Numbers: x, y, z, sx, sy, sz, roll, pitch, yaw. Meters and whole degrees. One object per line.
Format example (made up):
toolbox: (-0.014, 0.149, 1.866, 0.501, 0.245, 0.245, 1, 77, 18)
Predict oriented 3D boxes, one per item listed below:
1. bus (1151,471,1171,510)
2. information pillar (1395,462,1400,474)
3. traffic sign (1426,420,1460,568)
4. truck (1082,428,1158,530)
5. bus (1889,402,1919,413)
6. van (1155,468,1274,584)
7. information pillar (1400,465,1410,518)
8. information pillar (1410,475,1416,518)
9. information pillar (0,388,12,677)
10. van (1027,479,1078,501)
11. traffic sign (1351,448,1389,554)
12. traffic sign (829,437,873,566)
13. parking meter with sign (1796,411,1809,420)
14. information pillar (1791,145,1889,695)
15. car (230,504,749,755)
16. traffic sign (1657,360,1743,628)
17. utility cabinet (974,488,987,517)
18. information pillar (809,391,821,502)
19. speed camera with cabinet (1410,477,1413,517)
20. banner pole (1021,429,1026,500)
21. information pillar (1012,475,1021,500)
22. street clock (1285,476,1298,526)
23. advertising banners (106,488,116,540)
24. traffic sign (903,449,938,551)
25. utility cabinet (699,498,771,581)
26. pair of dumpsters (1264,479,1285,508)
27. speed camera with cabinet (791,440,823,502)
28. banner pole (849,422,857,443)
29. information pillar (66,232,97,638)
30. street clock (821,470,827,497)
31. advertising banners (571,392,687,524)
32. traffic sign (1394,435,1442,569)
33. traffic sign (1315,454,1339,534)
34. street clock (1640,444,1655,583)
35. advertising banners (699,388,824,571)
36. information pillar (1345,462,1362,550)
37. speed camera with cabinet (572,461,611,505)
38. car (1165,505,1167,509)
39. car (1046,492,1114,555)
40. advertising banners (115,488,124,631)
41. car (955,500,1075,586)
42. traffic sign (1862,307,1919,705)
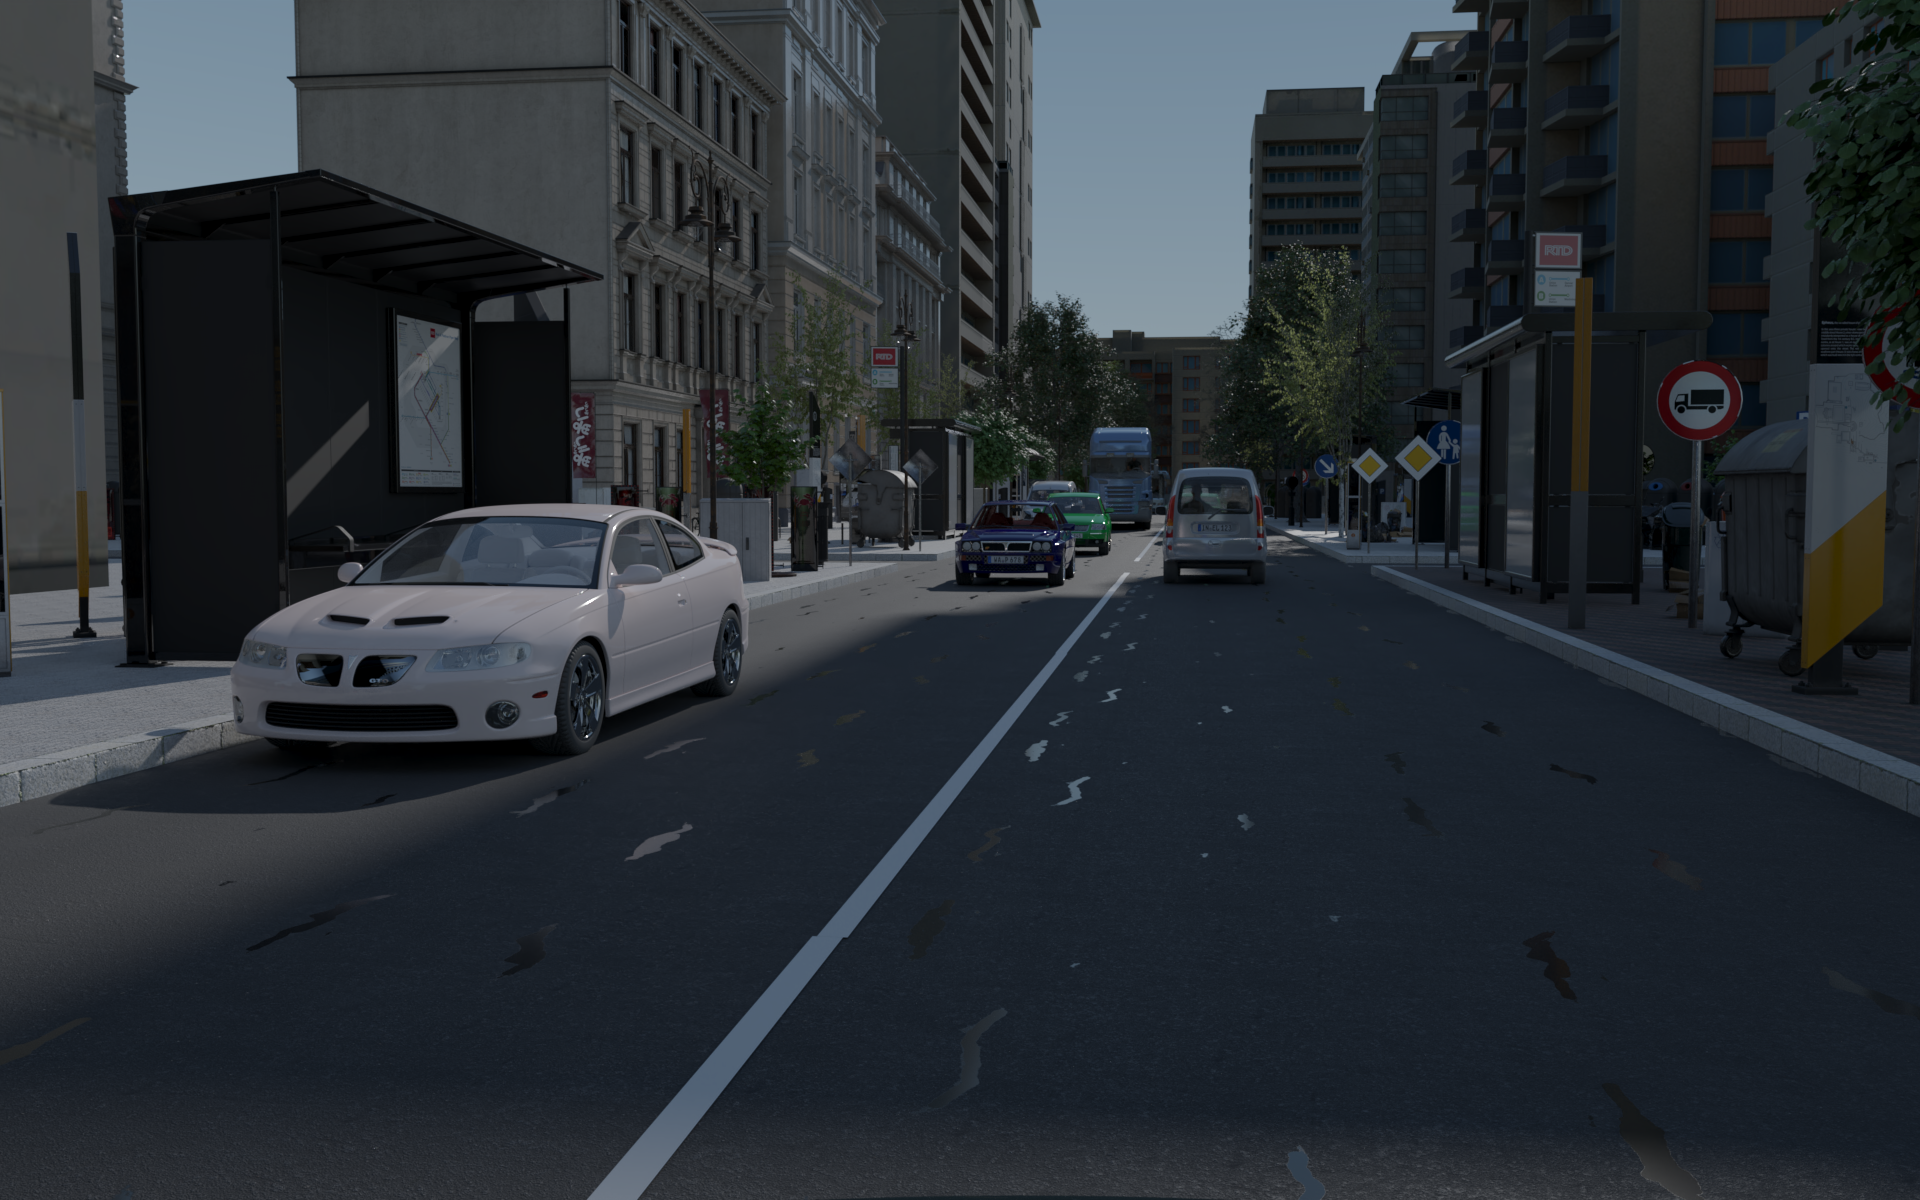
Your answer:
bus: (14.677, -8.470, 133.337, 2.948, 3.499, 13.247, 1, 4, 9)
information pillar: (28.001, -7.292, 110.581, 0.504, 3.616, 0.183, 2, 4, 33)
traffic sign: (8.412, -1.819, 29.850, 0.768, 2.556, 0.104, 1, 4, 9)
truck: (7.155, -5.282, 76.123, 2.967, 4.110, 18.799, 0, 4, 6)
bus: (23.206, -2.442, 31.476, 12.252, 3.916, 2.896, 0, 4, 6)
van: (4.278, -1.352, 29.121, 2.013, 2.044, 4.112, 0, 4, 8)
information pillar: (24.405, -6.307, 94.471, 0.504, 3.616, 0.183, 1, 4, 19)
information pillar: (18.896, -4.900, 71.469, 0.183, 3.616, 0.504, -1, 4, -12)
information pillar: (-6.857, -0.466, 12.107, 0.304, 2.012, 0.304, -3, 5, -41)
van: (2.840, -2.858, 53.735, 2.013, 2.044, 4.112, 0, 4, 8)
traffic sign: (8.818, -2.060, 37.330, 0.795, 2.450, 0.064, 0, 4, 8)
traffic sign: (-1.943, -1.656, 30.724, 0.795, 2.450, 0.064, 0, 4, 8)
parking meter with sign: (18.543, -2.465, 36.561, 1.738, 3.016, 0.543, -1, 4, -14)
information pillar: (5.648, -1.204, 11.038, 0.504, 3.616, 0.183, 0, 4, 0)
car: (-2.736, 0.076, 11.127, 2.083, 1.381, 4.827, 1, 4, 9)
traffic sign: (7.022, -1.004, 16.526, 0.768, 2.556, 0.104, 1, 4, 11)
utility cabinet: (0.422, -3.465, 65.324, 1.173, 1.500, 0.318, 1, 4, 16)
information pillar: (-3.330, -2.958, 39.722, 0.183, 3.616, 0.504, 1, 4, 17)
speed camera with cabinet: (25.415, -6.261, 96.706, 0.660, 3.252, 2.038, 3, 5, 41)
banner pole: (2.439, -4.682, 66.564, 0.401, 3.779, 0.863, 1, 4, 15)
information pillar: (2.089, -3.727, 65.421, 0.304, 2.012, 0.304, 2, 4, 28)
street clock: (13.384, -3.995, 69.890, 0.471, 2.002, 0.358, -1, 4, -22)
advertising banners: (-23.772, -3.183, 48.232, 2.074, 3.025, 0.090, 0, 4, 2)
traffic sign: (-0.888, -2.141, 38.640, 0.795, 2.450, 0.064, 0, 4, 8)
utility cabinet: (-3.314, -0.882, 25.578, 1.020, 1.237, 0.306, 0, 4, 0)
pair of dumpsters: (20.084, -6.545, 109.503, 1.574, 2.255, 4.437, 0, 4, 8)
speed camera with cabinet: (-5.351, -4.052, 60.589, 0.660, 3.252, 2.038, -1, 4, -22)
banner pole: (-3.671, -4.295, 60.243, 0.401, 3.779, 0.863, -2, 4, -30)
information pillar: (-7.838, -1.471, 15.405, 0.183, 3.616, 0.504, -2, 4, -29)
street clock: (-4.161, -2.841, 51.023, 0.471, 2.002, 0.358, 2, 4, 25)
advertising banners: (-5.771, -2.066, 29.963, 2.074, 3.025, 0.090, -1, 4, -19)
traffic sign: (7.763, -1.576, 29.415, 0.795, 2.450, 0.064, 0, 4, 8)
traffic sign: (11.769, -3.394, 55.598, 0.768, 2.556, 0.104, 1, 4, 16)
street clock: (9.787, -1.256, 25.098, 0.471, 2.002, 0.358, -1, 4, -19)
advertising banners: (-3.306, -1.991, 28.734, 2.074, 3.025, 0.090, 0, 4, 4)
information pillar: (9.084, -2.164, 39.881, 0.304, 2.012, 0.304, 1, 4, 21)
speed camera with cabinet: (-10.039, -3.178, 46.293, 2.038, 3.252, 0.660, 2, 4, 35)
car: (7.079, -2.635, 51.878, 1.959, 1.807, 4.718, 0, 4, 8)
car: (2.774, -2.039, 42.128, 1.959, 1.807, 4.718, 0, 4, 6)
advertising banners: (-7.299, -1.240, 16.459, 0.090, 3.025, 2.074, 1, 4, 10)
car: (0.949, -0.970, 28.441, 1.945, 1.354, 3.894, 0, 4, 7)
traffic sign: (5.851, -0.637, 10.514, 0.768, 2.556, 0.104, 1, 4, 13)
